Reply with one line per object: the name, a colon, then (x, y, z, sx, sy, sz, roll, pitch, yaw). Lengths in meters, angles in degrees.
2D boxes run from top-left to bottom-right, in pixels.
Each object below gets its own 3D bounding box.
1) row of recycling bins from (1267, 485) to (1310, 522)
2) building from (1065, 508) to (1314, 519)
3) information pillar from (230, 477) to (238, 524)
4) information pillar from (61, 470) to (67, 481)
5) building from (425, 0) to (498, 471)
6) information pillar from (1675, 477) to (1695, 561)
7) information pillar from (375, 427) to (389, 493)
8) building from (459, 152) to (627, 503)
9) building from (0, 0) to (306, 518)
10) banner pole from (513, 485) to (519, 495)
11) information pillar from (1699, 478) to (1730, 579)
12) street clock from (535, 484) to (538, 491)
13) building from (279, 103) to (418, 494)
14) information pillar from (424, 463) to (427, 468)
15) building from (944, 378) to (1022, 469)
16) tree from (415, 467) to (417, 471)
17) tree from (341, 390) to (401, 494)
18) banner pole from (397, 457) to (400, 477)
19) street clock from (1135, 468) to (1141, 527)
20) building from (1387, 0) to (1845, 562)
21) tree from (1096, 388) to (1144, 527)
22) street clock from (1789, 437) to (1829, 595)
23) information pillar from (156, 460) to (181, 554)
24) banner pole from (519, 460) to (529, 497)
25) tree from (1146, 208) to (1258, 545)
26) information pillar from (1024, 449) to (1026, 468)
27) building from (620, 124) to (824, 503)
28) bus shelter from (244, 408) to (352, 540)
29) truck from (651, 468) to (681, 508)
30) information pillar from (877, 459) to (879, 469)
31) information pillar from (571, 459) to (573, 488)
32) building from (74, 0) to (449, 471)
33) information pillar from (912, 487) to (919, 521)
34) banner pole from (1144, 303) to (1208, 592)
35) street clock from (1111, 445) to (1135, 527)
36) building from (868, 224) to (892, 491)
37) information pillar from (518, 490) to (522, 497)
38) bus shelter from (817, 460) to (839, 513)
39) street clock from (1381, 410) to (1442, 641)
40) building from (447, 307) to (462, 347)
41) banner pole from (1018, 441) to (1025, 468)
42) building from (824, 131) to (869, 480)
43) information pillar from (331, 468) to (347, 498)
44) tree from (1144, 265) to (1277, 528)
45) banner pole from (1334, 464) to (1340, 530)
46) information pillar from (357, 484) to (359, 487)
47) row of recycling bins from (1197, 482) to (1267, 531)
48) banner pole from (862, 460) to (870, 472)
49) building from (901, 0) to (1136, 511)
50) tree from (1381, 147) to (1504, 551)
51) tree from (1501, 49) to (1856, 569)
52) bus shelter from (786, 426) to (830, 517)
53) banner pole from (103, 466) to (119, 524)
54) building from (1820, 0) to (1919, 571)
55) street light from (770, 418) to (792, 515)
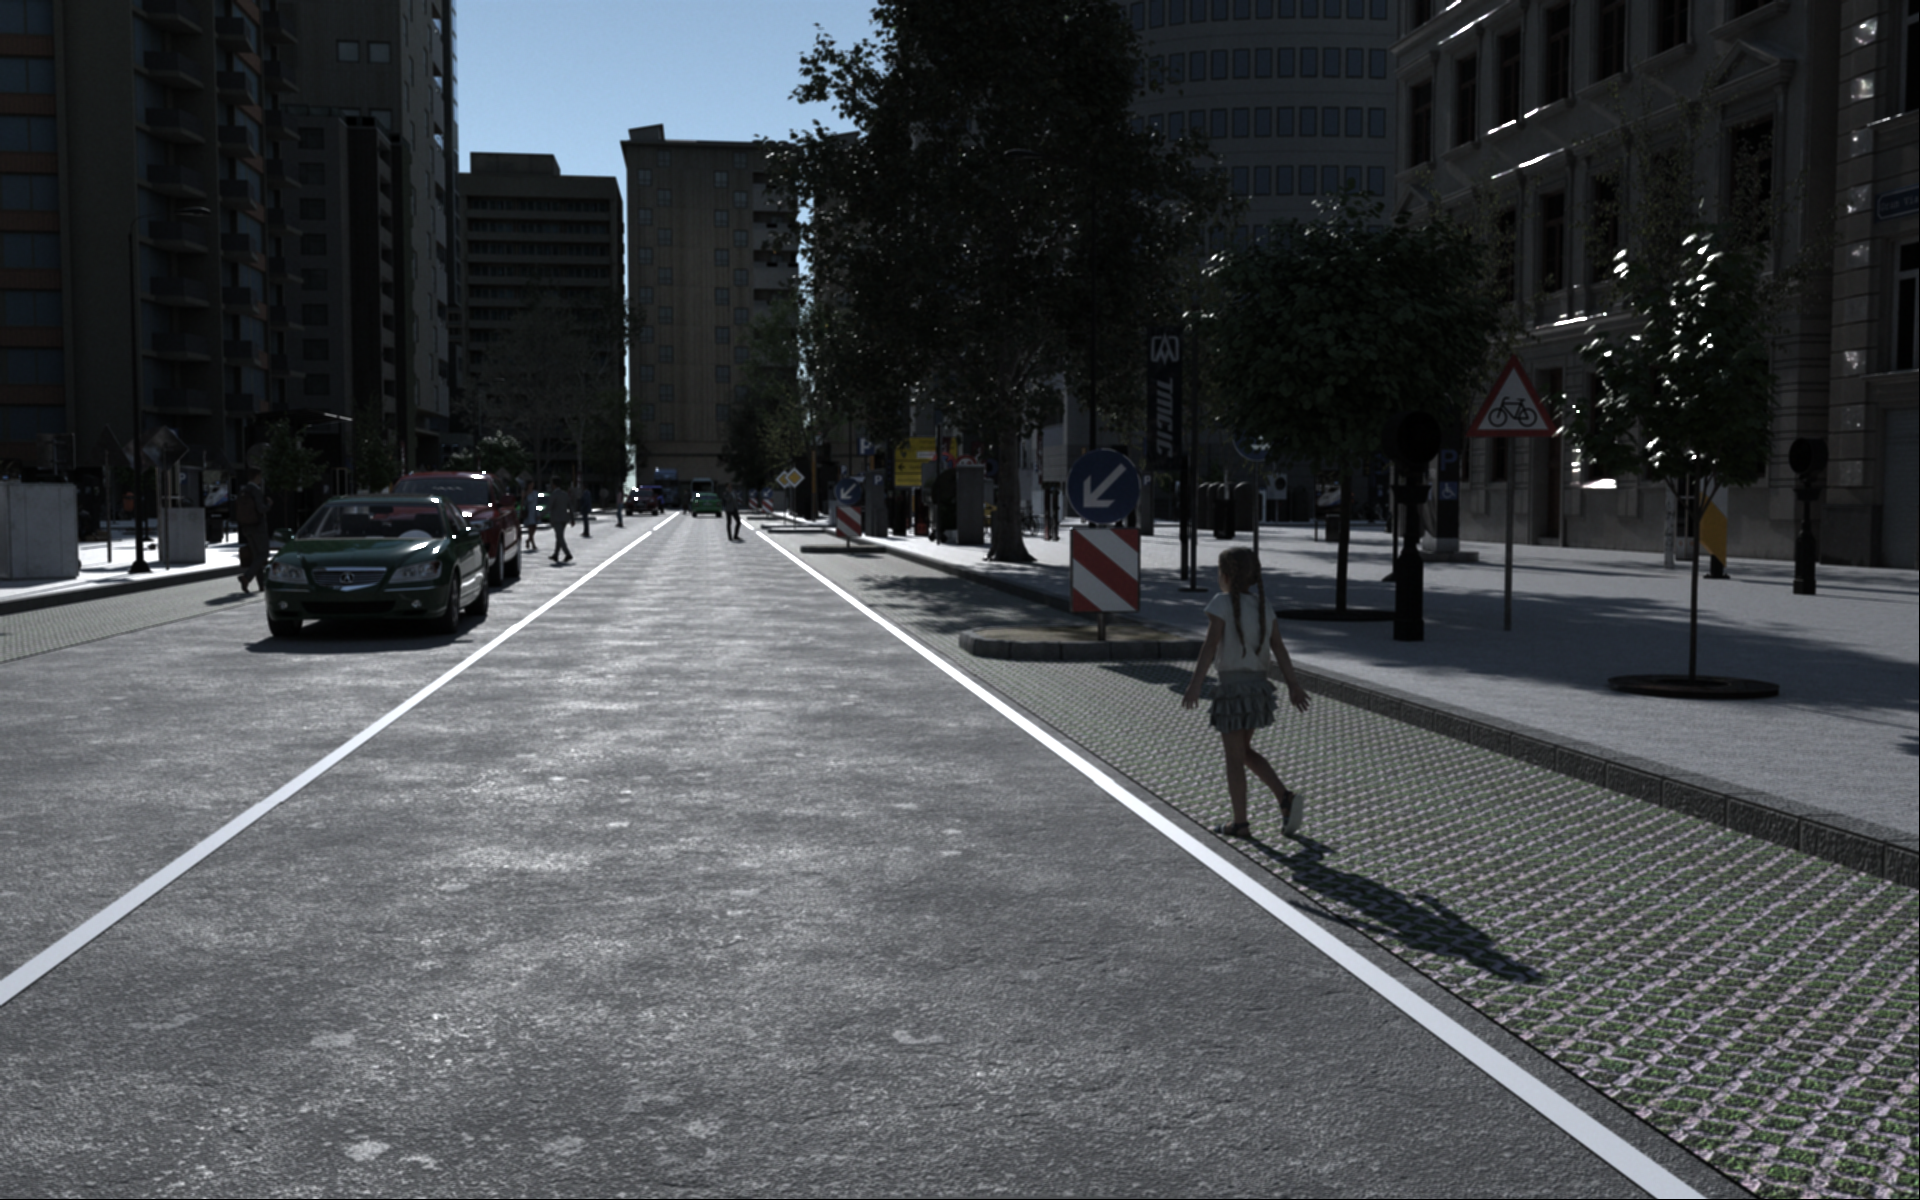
row of recycling bins: (14.381, -4.465, 80.108, 3.534, 1.692, 1.069, 1, 4, 11)
building: (19.041, -34.091, 99.390, 28.212, 58.520, 21.231, -1, 4, -8)
information pillar: (-30.642, -4.199, 73.150, 0.304, 2.012, 0.304, -1, 4, -14)
information pillar: (-43.170, -5.634, 83.475, 0.183, 3.616, 0.504, 0, 4, -4)
building: (-67.574, -53.585, 188.780, 31.000, 86.520, 22.319, -1, 4, -8)
information pillar: (13.965, -1.758, 33.232, 0.304, 2.012, 0.304, -1, 4, -18)
information pillar: (-20.244, -4.242, 60.713, 0.183, 3.616, 0.504, 3, 5, 43)
building: (-59.458, -38.262, 249.280, 21.600, 48.544, 21.300, -1, 4, -8)
building: (-51.836, -27.327, 101.414, 22.147, 44.769, 28.867, -1, 4, -8)
banner pole: (-32.813, -8.378, 126.995, 0.401, 3.779, 0.863, -1, 4, -21)
information pillar: (11.422, -2.130, 26.181, 0.504, 3.616, 0.183, -1, 4, -21)
street clock: (-31.931, -7.717, 130.747, 0.358, 2.002, 0.471, -2, 4, -25)
building: (-49.898, -22.030, 131.886, 14.160, 30.474, 14.107, -1, 4, -8)
information pillar: (-40.602, -8.561, 131.334, 0.504, 3.616, 0.183, 2, 4, 26)
building: (11.975, -49.683, 124.991, 22.319, 86.520, 31.000, -1, 4, -8)
tree: (-37.381, -7.592, 118.722, 1.663, 3.219, 1.824, 0, 3, 0)
tree: (-42.130, -10.586, 123.440, 4.737, 8.622, 4.395, 0, 3, 0)
banner pole: (-37.572, -7.703, 115.964, 0.401, 3.779, 0.863, -2, 4, -28)
street clock: (4.755, -2.654, 47.961, 0.471, 2.002, 0.358, 3, 5, 45)
building: (19.341, -12.625, 42.583, 11.583, 22.565, 21.152, -1, 4, -8)
tree: (5.972, -6.797, 61.497, 4.360, 8.622, 3.978, 0, 3, 0)
street clock: (10.810, -1.073, 22.113, 0.358, 2.002, 0.471, -1, 4, -11)
information pillar: (-15.258, -1.768, 33.406, 0.304, 2.012, 0.304, 1, 4, 15)
banner pole: (-32.544, -8.498, 128.953, 0.863, 3.779, 0.401, -3, 5, -43)
tree: (6.172, -5.716, 43.826, 4.737, 8.622, 4.395, 0, 3, 0)
information pillar: (3.422, -6.041, 90.122, 0.183, 3.616, 0.504, 2, 4, 34)
building: (-35.258, -40.775, 255.916, 27.495, 52.752, 28.713, -1, 4, -8)
bus shelter: (-19.082, -3.609, 50.284, 1.731, 3.624, 6.357, -1, 4, -8)
truck: (-31.396, -12.008, 186.089, 2.967, 4.110, 18.799, -1, 4, -8)
information pillar: (-5.459, -7.588, 115.415, 0.183, 3.616, 0.504, -1, 4, -8)
information pillar: (-26.113, -7.665, 116.678, 0.183, 3.616, 0.504, -1, 4, -8)
building: (-60.809, -34.480, 152.983, 28.713, 52.752, 27.495, -1, 4, -8)
information pillar: (-2.163, -5.641, 83.581, 0.504, 3.616, 0.183, -3, 4, -38)
banner pole: (2.849, -2.004, 22.779, 0.863, 3.779, 0.401, 0, 4, 5)
street clock: (2.352, -1.287, 25.608, 0.358, 2.002, 0.471, 1, 4, 8)
building: (1.014, -35.266, 200.296, 21.300, 48.544, 21.600, -1, 4, -8)
information pillar: (-33.992, -7.909, 133.798, 0.304, 2.012, 0.304, -1, 4, -9)
bus shelter: (-9.344, -7.819, 119.131, 1.731, 3.624, 6.357, -1, 4, -8)
street clock: (3.931, -0.645, 15.120, 0.471, 2.002, 0.358, -1, 4, -21)
building: (-82.867, -34.252, 251.895, 23.993, 40.220, 32.217, -1, 4, -8)
banner pole: (3.014, -5.639, 82.218, 0.401, 3.779, 0.863, 0, 4, 3)
building: (-8.133, -41.052, 260.433, 27.495, 52.752, 28.713, -1, 4, -8)
information pillar: (-17.508, -2.715, 48.879, 0.304, 2.012, 0.304, 3, 4, 38)
tree: (8.730, -6.440, 55.650, 4.360, 8.622, 3.978, 0, 3, 0)
banner pole: (13.663, -4.426, 62.375, 0.401, 3.779, 0.863, -2, 4, -28)
information pillar: (-33.078, -5.547, 95.180, 0.304, 2.012, 0.304, -1, 4, -15)
row of recycling bins: (9.423, -3.317, 61.347, 1.069, 1.692, 3.534, -1, 4, -19)
banner pole: (-6.833, -8.285, 125.484, 0.863, 3.779, 0.401, 0, 4, 6)
building: (4.190, -38.693, 174.629, 21.231, 58.520, 28.212, -1, 4, -8)
tree: (10.848, -5.342, 37.698, 4.360, 8.622, 3.978, 0, 3, 0)
tree: (12.272, -4.821, 29.178, 4.360, 8.622, 3.978, 0, 3, 0)
bus shelter: (-8.802, -7.449, 99.428, 2.179, 5.291, 8.768, -1, 4, -8)
banner pole: (-36.374, -5.140, 74.052, 0.863, 3.779, 0.401, 2, 4, 26)
building: (23.017, -13.598, 19.597, 12.463, 27.353, 25.104, -1, 4, -8)
street light: (-10.913, -8.175, 106.207, 1.470, 5.913, 1.316, -1, 4, -8)
